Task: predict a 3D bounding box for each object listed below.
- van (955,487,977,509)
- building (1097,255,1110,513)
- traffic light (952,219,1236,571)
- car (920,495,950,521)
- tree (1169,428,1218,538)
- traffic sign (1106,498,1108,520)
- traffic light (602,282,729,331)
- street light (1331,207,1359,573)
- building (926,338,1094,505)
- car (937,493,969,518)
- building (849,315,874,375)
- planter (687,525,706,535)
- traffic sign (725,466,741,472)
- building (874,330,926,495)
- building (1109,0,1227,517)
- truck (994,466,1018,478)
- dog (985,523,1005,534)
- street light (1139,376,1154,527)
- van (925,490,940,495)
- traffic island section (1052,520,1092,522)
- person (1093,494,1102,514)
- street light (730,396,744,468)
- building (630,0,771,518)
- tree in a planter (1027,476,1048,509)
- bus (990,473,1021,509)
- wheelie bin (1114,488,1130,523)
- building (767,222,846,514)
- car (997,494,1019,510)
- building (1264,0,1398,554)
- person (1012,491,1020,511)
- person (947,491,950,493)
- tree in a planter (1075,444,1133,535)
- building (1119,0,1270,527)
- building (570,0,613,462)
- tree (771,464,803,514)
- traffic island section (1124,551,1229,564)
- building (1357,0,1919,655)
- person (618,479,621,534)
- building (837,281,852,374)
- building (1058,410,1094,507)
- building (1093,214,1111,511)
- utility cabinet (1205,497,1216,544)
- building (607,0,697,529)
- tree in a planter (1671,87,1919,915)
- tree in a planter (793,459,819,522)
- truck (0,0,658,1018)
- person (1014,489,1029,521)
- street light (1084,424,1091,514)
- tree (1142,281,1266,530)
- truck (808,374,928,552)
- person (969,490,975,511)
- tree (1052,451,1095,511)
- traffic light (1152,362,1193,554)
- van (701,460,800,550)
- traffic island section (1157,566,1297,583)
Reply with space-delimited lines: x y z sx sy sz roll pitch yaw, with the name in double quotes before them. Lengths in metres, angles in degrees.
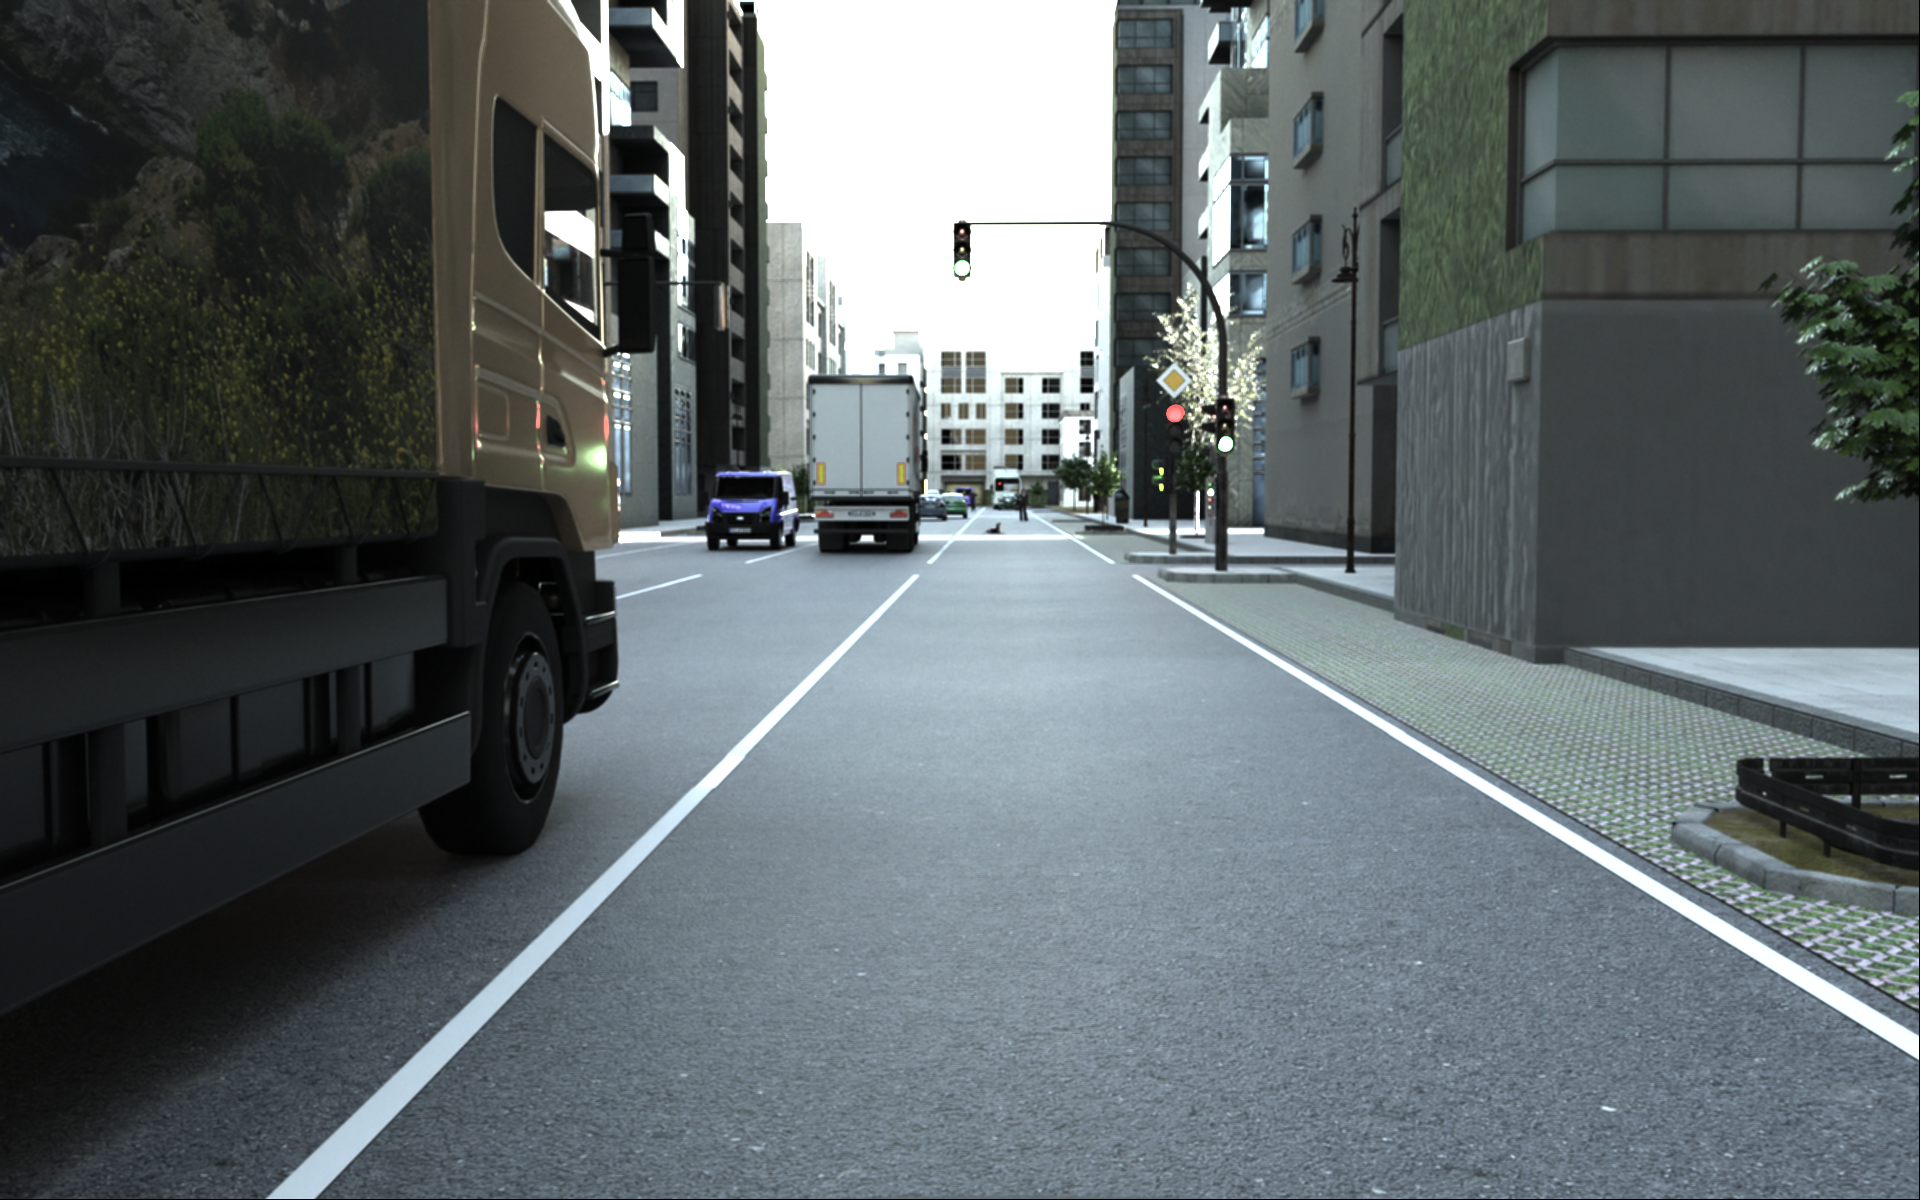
"van" 0.498 -10.112 169.713 2.240 2.365 5.245 0 4 2
"building" 17.728 -16.174 120.862 16.016 20.091 11.380 0 4 1
"traffic light" 2.261 -3.314 28.846 4.771 5.953 1.251 0 4 1
"car" -1.582 -5.045 94.495 2.014 1.417 4.499 0 4 0
"tree" 6.823 -3.438 50.812 1.663 3.219 1.824 0 3 0
"traffic sign" 7.342 -5.272 86.296 0.768 2.556 0.104 0 4 6
"traffic light" -7.354 -3.825 37.206 4.771 5.953 1.251 0 4 1
"street light" 6.370 -3.382 28.090 0.468 5.910 1.993 0 4 1
"building" 12.113 -20.682 204.610 31.486 18.905 16.747 0 4 1
"car" -0.454 -5.772 103.168 1.959 1.807 4.718 0 3 0
"building" -25.245 -19.164 179.796 31.486 18.905 16.747 0 4 1
"planter" -8.606 -2.498 61.984 1.991 0.319 1.994 0 4 1
"traffic sign" -10.266 -4.776 78.198 0.768 2.556 0.104 0 4 6
"building" -9.873 -21.385 206.071 11.380 20.091 16.016 0 4 1
"building" 15.917 -20.318 103.902 14.160 30.474 14.107 0 4 1
"truck" 4.801 -11.725 180.617 2.839 4.237 11.283 0 4 2
"dog" 1.229 -2.611 62.883 0.550 0.427 0.748 -3 5 -44
"street light" 7.285 -5.814 67.839 0.468 5.910 1.993 0 4 1
"van" -2.769 -10.284 175.155 2.013 2.044 4.112 0 4 -1
"traffic island section" 5.717 -4.038 88.887 1.991 0.108 1.994 0 4 1
"person" 8.995 -6.628 114.043 0.705 1.869 1.348 -1 4 -19
"street light" -10.487 -6.666 81.780 0.468 5.910 1.993 0 4 1
"building" -18.576 -19.891 96.913 14.160 30.474 14.107 0 4 1
"tree in a planter" 7.428 -10.333 166.158 1.991 3.239 1.994 0 4 1
"bus" 4.432 -10.500 166.537 2.948 3.499 13.247 0 4 0
"wheelie bin" 7.103 -4.162 75.965 0.693 1.594 0.980 0 4 5
"building" -18.202 -16.030 128.556 16.747 18.905 31.486 0 4 1
"car" 4.329 -8.723 154.411 2.131 1.459 4.920 0 4 1
"building" 19.577 -25.841 46.202 21.600 48.544 21.300 0 4 1
"person" 4.897 -8.306 145.083 1.217 1.735 0.721 -2 4 -24
"person" -1.015 -10.136 175.041 0.721 1.723 1.217 0 4 -1
"tree in a planter" 5.108 -3.938 61.601 1.991 3.239 1.994 0 4 1
"building" 19.756 -46.883 79.216 22.319 86.520 31.000 0 4 1
"building" -22.756 -25.931 47.679 21.300 48.544 21.600 0 4 1
"tree" -10.716 -7.102 110.727 1.663 3.219 1.824 0 3 0
"traffic island section" 4.571 -0.903 37.037 2.009 0.180 2.903 0 4 1
"building" 11.972 -20.569 19.897 14.154 41.232 14.086 0 4 1
"person" -11.000 -3.008 55.346 0.434 1.807 0.598 1 4 10
"building" -17.943 -18.649 161.323 16.016 20.091 11.380 0 4 1
"building" 14.873 -14.153 173.556 9.099 9.664 28.070 0 4 1
"building" 24.863 -18.268 142.661 27.936 21.610 32.646 0 4 1
"utility cabinet" 6.592 -2.062 44.882 0.306 1.237 1.020 0 4 -5
"building" -23.253 -46.490 72.789 22.319 86.520 31.000 0 4 1
"tree in a planter" 3.895 -0.573 6.584 1.991 3.239 1.994 0 4 1
"tree in a planter" -8.016 -5.603 88.832 1.991 3.239 1.994 0 4 1
"truck" -3.043 -0.893 3.516 2.839 4.237 11.283 0 4 3
"person" 3.291 -5.108 92.814 0.742 1.727 0.445 -2 4 -24
"street light" 8.225 -8.494 111.657 0.468 5.910 1.993 0 4 1
"tree" 8.571 -6.754 60.787 4.360 8.622 3.978 0 3 0
"truck" -2.344 -3.505 46.216 2.839 4.237 11.283 0 4 0
"person" 0.996 -8.184 142.750 0.683 1.767 0.568 3 4 36
"tree" 8.636 -9.018 131.159 4.285 4.588 4.351 0 3 0
"traffic light" 4.531 -2.936 36.924 0.839 4.253 0.868 0 4 1
"van" -5.500 -2.551 46.093 2.240 2.365 5.245 0 4 1
"traffic island section" 4.394 -0.414 29.054 2.009 0.180 2.903 0 4 1
